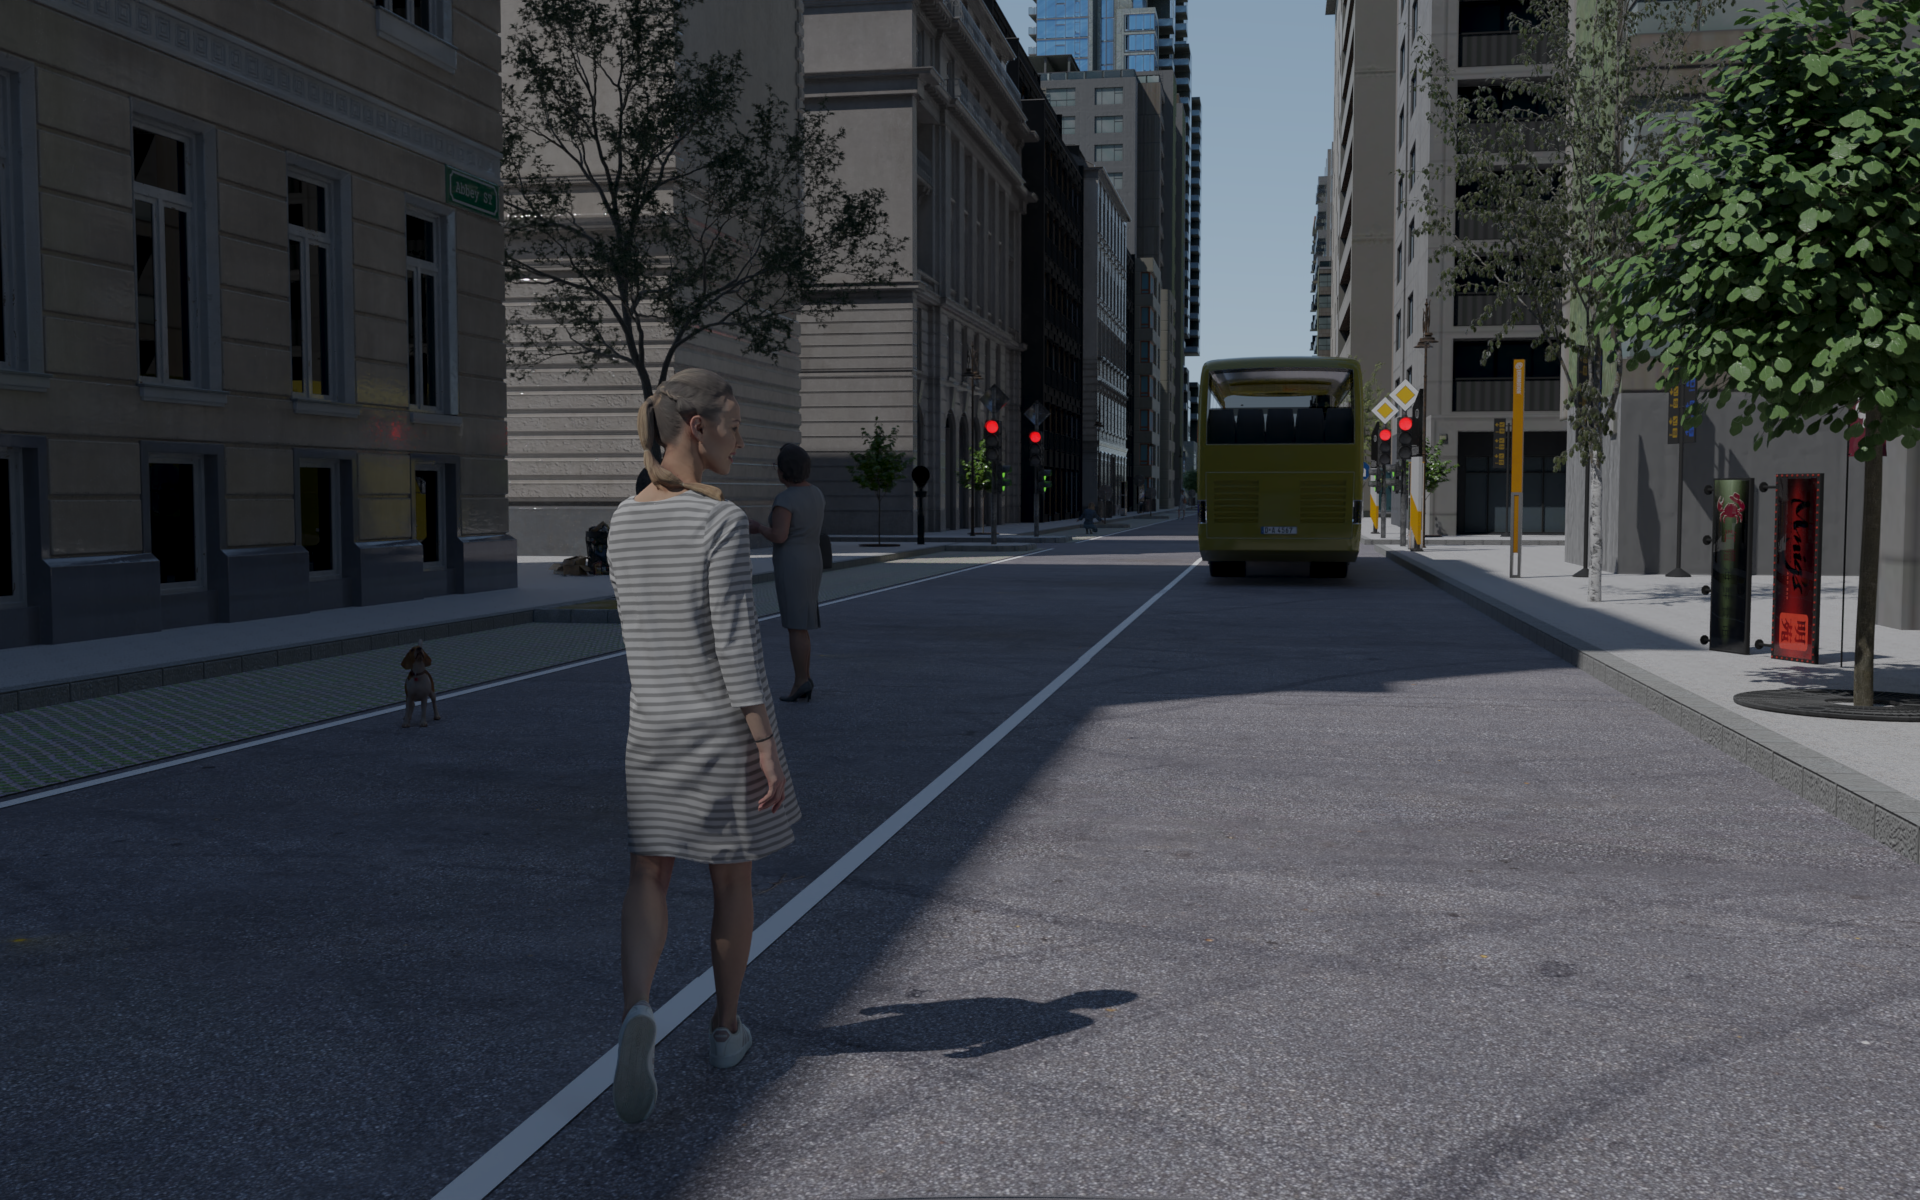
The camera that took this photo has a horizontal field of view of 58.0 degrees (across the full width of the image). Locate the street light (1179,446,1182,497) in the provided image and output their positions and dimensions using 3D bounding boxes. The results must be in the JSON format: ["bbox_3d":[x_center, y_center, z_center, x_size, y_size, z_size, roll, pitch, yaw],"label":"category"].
[{"bbox_3d":[21.150,-11.830,166.205,0.468,5.910,1.993,1,4,10],"label":"street light"}]

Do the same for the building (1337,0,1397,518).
[{"bbox_3d":[33.547,-29.220,101.456,21.300,48.544,21.600,1,4,10],"label":"building"}]

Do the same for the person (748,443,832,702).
[{"bbox_3d":[-1.169,-0.196,12.060,0.532,1.782,0.716,2,4,27],"label":"person"}]

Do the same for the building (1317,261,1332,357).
[{"bbox_3d":[51.163,-27.046,213.905,14.160,30.474,14.107,1,4,10],"label":"building"}]

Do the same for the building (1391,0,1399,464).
[{"bbox_3d":[26.860,-26.078,76.494,14.600,45.320,14.200,1,4,10],"label":"building"}]

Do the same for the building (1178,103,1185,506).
[{"bbox_3d":[15.473,-30.193,177.256,14.154,41.232,14.086,1,4,10],"label":"building"}]

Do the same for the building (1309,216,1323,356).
[{"bbox_3d":[64.692,-37.281,264.168,22.147,44.769,28.867,1,4,10],"label":"building"}]

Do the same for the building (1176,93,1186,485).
[{"bbox_3d":[17.482,-33.109,191.434,14.600,45.320,14.200,1,4,10],"label":"building"}]

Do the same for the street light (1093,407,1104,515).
[{"bbox_3d":[7.233,-7.191,90.363,0.468,5.910,1.993,1,4,10],"label":"street light"}]

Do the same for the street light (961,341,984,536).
[{"bbox_3d":[0.383,-4.879,52.562,0.468,5.910,1.993,1,4,10],"label":"street light"}]

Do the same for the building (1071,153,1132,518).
[{"bbox_3d":[4.374,-15.436,101.523,9.793,20.994,18.267,1,4,10],"label":"building"}]

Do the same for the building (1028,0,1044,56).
[{"bbox_3d":[20.149,-55.799,224.976,22.319,86.520,31.000,1,4,10],"label":"building"}]

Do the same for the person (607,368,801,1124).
[{"bbox_3d":[-0.635,0.312,4.156,0.466,1.731,0.760,0,4,2],"label":"person"}]

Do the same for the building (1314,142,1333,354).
[{"bbox_3d":[59.400,-37.605,234.445,23.786,49.044,30.456,1,4,10],"label":"building"}]

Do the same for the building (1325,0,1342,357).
[{"bbox_3d":[48.598,-34.947,160.615,28.713,52.752,27.495,1,4,10],"label":"building"}]

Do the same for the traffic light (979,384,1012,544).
[{"bbox_3d":[0.881,-3.375,44.106,0.839,4.253,0.868,1,4,10],"label":"traffic light"}]

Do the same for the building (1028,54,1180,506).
[{"bbox_3d":[12.840,-29.349,163.444,14.154,41.232,14.086,1,4,10],"label":"building"}]

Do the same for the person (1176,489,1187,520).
[{"bbox_3d":[12.281,-5.265,95.594,0.522,1.701,0.512,3,5,44],"label":"person"}]

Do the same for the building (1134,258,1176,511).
[{"bbox_3d":[3.097,-18.255,143.501,27.650,21.520,28.899,1,4,10],"label":"building"}]

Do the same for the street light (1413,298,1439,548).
[{"bbox_3d":[11.026,-4.178,41.102,0.468,5.910,1.993,1,4,10],"label":"street light"}]

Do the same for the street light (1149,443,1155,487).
[{"bbox_3d":[14.191,-9.518,128.401,0.468,5.910,1.993,1,4,10],"label":"street light"}]

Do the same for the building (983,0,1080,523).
[{"bbox_3d":[-0.936,-15.623,85.118,12.332,23.373,15.834,1,4,10],"label":"building"}]

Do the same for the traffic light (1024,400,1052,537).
[{"bbox_3d":[2.317,-3.856,51.961,0.839,4.253,0.868,1,4,10],"label":"traffic light"}]

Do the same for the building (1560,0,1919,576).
[{"bbox_3d":[18.633,-21.302,31.887,14.154,41.232,14.086,1,4,10],"label":"building"}]

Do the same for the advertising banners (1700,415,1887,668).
[{"bbox_3d":[6.385,-1.041,13.201,0.090,3.025,2.074,-1,4,-13],"label":"advertising banners"}]

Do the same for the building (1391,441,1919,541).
[{"bbox_3d":[26.486,-38.002,59.584,20.611,71.187,20.563,1,4,10],"label":"building"}]

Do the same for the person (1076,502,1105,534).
[{"bbox_3d":[4.596,-2.933,61.955,1.012,1.151,0.738,2,4,24],"label":"person"}]

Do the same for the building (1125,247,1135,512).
[{"bbox_3d":[5.175,-17.684,118.813,12.332,23.373,15.834,1,4,10],"label":"building"}]

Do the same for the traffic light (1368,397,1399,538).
[{"bbox_3d":[12.267,-3.746,50.165,0.839,4.253,0.868,1,4,10],"label":"traffic light"}]

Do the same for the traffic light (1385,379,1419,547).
[{"bbox_3d":[10.831,-3.265,42.310,0.839,4.253,0.868,1,4,10],"label":"traffic light"}]

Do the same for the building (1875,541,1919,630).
[{"bbox_3d":[17.199,-34.541,2.993,20.563,71.187,20.611,1,4,10],"label":"building"}]

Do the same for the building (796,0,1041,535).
[{"bbox_3d":[-5.154,-13.694,65.695,13.314,21.916,24.055,1,4,10],"label":"building"}]
